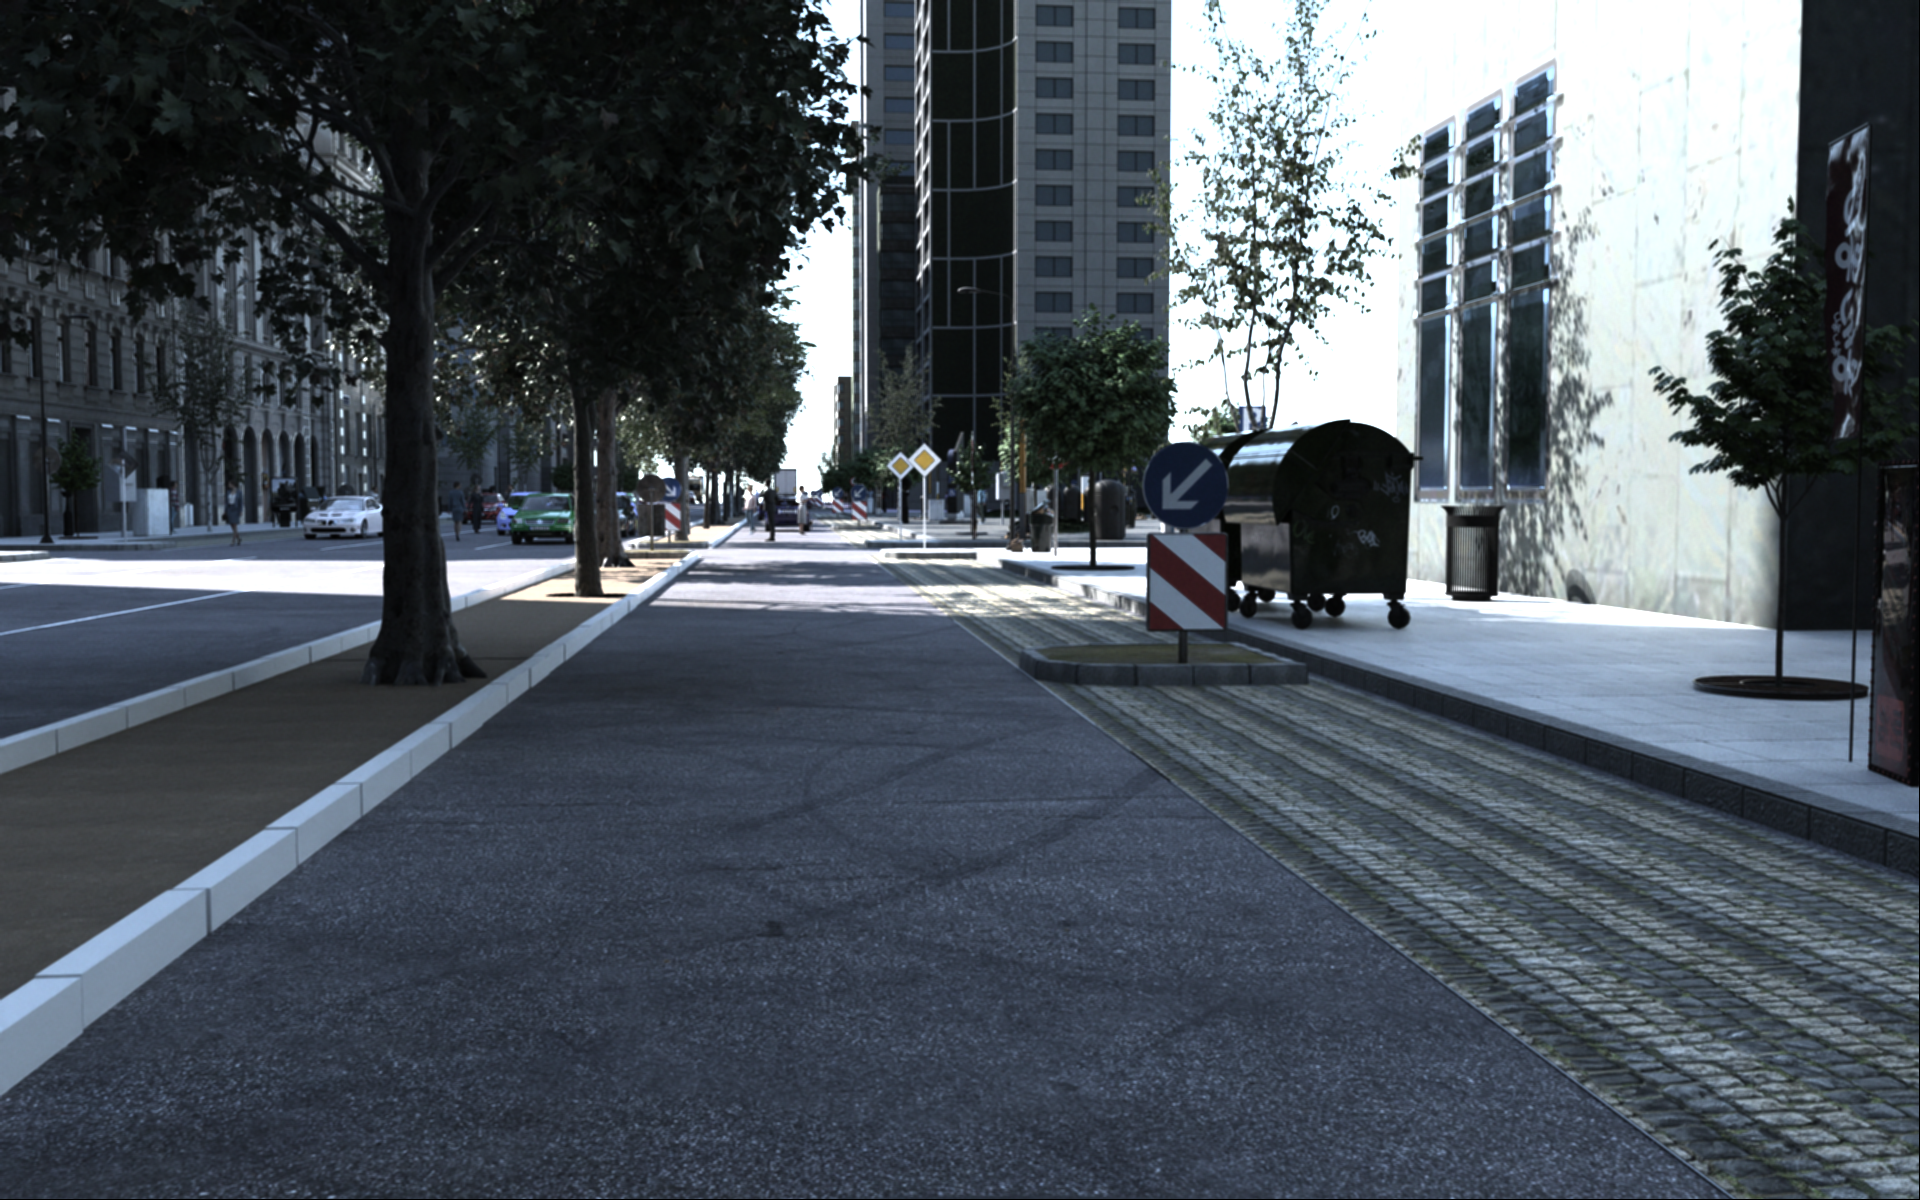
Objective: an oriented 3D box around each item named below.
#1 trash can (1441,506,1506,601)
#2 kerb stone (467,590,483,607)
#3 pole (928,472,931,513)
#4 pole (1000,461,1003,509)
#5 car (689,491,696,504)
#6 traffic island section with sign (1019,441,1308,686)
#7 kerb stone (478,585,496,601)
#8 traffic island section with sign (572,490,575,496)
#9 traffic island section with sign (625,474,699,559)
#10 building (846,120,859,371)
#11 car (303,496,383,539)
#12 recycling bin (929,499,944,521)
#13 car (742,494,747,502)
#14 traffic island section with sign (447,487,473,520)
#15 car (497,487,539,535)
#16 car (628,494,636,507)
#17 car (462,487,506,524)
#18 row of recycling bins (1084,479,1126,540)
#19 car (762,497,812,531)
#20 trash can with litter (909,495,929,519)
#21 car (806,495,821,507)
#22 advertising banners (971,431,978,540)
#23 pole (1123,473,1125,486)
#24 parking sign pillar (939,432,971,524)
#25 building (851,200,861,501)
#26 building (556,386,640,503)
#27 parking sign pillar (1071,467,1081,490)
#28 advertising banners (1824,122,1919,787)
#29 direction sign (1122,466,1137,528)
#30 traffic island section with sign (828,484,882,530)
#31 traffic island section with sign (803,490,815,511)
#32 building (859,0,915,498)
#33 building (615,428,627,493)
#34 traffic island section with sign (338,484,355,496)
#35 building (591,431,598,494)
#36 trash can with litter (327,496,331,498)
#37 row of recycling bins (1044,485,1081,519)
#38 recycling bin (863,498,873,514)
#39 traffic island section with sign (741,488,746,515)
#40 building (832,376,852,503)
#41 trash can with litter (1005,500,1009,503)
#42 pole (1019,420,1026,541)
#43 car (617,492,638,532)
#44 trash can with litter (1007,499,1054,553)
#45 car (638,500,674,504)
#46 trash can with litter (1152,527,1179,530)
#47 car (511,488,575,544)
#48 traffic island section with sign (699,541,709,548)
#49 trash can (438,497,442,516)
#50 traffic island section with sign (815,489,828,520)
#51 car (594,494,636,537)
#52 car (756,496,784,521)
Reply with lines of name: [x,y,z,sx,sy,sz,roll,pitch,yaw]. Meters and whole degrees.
trash can: [6.175,-0.564,20.876,0.748,1.137,0.748,0,3,0]
kerb stone: [-6.303,0.001,22.233,0.120,0.150,1.000,0,4,-6]
pole: [-2.094,-7.697,119.688,0.158,3.312,0.155,0,3,0]
pole: [2.560,-6.928,107.108,0.158,3.312,0.155,0,3,0]
car: [-37.831,-14.198,240.809,2.281,1.827,5.304,0,4,-7]
traffic island section with sign: [1.518,-0.316,13.799,1.989,1.847,2.006,0,4,-6]
kerb stone: [-6.413,-0.064,23.249,0.120,0.150,1.000,0,4,-6]
traffic island section with sign: [-31.951,-8.304,144.396,1.989,1.847,2.006,0,4,-6]
traffic island section with sign: [-6.984,-1.883,38.925,2.006,1.907,1.989,0,4,-6]
building: [-1.127,-39.783,239.691,28.713,52.752,27.495,0,4,-6]
car: [-20.063,-2.715,56.754,2.083,1.381,4.827,0,4,-4]
recycling bin: [-1.110,-4.208,81.363,0.722,1.027,0.722,0,4,-1]
car: [-32.823,-15.470,263.154,2.015,1.641,3.980,0,4,-7]
traffic island section with sign: [-26.881,-5.268,94.758,1.989,1.847,2.006,0,4,-6]
car: [-15.342,-3.169,61.406,1.945,1.707,3.694,0,4,-5]
car: [-36.137,-10.946,187.764,1.959,1.807,4.718,0,4,-6]
car: [-22.984,-4.574,83.818,2.155,1.783,4.494,0,4,-7]
row of recycling bins: [4.264,-2.618,49.918,1.069,1.692,3.534,0,4,7]
car: [-6.751,-3.372,67.720,1.945,1.354,3.894,0,4,-6]
trash can with litter: [-2.090,-4.726,88.334,1.678,1.210,2.233,1,4,23]
car: [-15.423,-10.367,182.074,1.945,1.354,3.894,0,4,-5]
advertising banners: [0.398,-3.233,49.044,0.090,3.025,2.074,0,4,4]
pole: [10.542,-7.207,111.679,0.158,3.312,0.155,0,3,0]
parking sign pillar: [-0.186,-5.268,74.607,1.447,3.967,1.447,1,4,14]
building: [-6.737,-32.723,218.612,14.154,41.232,14.086,0,4,-6]
building: [-55.541,-35.135,258.044,14.154,41.232,14.086,0,4,-6]
parking sign pillar: [7.065,-7.138,105.184,1.447,3.967,1.447,1,4,16]
advertising banners: [4.209,-0.704,7.701,0.090,3.025,2.074,0,4,7]
direction sign: [6.327,-4.444,64.649,0.379,3.537,0.876,-2,4,-34]
traffic island section with sign: [-4.200,-3.734,69.675,1.989,1.847,2.006,0,4,-6]
traffic island section with sign: [-12.030,-8.425,146.380,1.989,1.847,2.006,0,4,-6]
building: [0.017,-39.094,181.189,21.231,58.520,28.212,0,4,-6]
building: [-54.598,-36.255,242.873,14.600,45.320,14.200,0,4,-6]
traffic island section with sign: [-24.139,-3.628,67.942,1.989,1.847,2.006,0,4,-6]
building: [-56.473,-36.666,219.099,23.786,49.044,30.456,0,4,-6]
trash can with litter: [-29.555,-4.338,82.312,1.055,1.170,0.624,-1,4,-10]
row of recycling bins: [5.383,-4.196,75.721,3.534,1.692,1.069,0,4,3]
recycling bin: [-5.969,-6.234,114.480,0.722,1.027,0.722,-2,4,-34]
traffic island section with sign: [-15.375,-6.906,121.045,2.006,1.907,1.989,0,4,-6]
building: [-5.560,-25.899,268.483,27.650,21.520,28.899,0,4,-6]
trash can with litter: [3.285,-6.604,119.035,1.678,1.210,2.233,-1,4,-17]
pole: [1.722,-3.282,47.506,0.158,3.312,0.155,0,3,0]
car: [-12.927,-3.325,63.962,1.945,1.707,3.694,0,4,-4]
trash can with litter: [1.550,-1.632,38.075,1.055,1.170,0.624,0,4,1]
car: [-16.078,-5.113,92.640,2.155,1.783,4.494,0,4,-6]
trash can with litter: [7.635,-3.138,62.368,1.678,1.210,2.233,1,4,15]
car: [-12.056,-2.570,50.808,1.959,1.807,4.718,0,4,-7]
traffic island section with sign: [-7.727,-2.334,46.295,2.006,1.907,1.989,0,4,-6]
trash can: [-30.750,-5.505,101.662,0.748,1.137,0.748,0,3,0]
traffic island section with sign: [-6.949,-5.379,96.573,1.989,1.847,2.006,0,4,-6]
car: [-11.933,-2.971,58.358,2.009,1.686,4.222,0,4,-5]
car: [-10.236,-5.059,95.293,1.945,1.354,3.894,0,4,-6]
